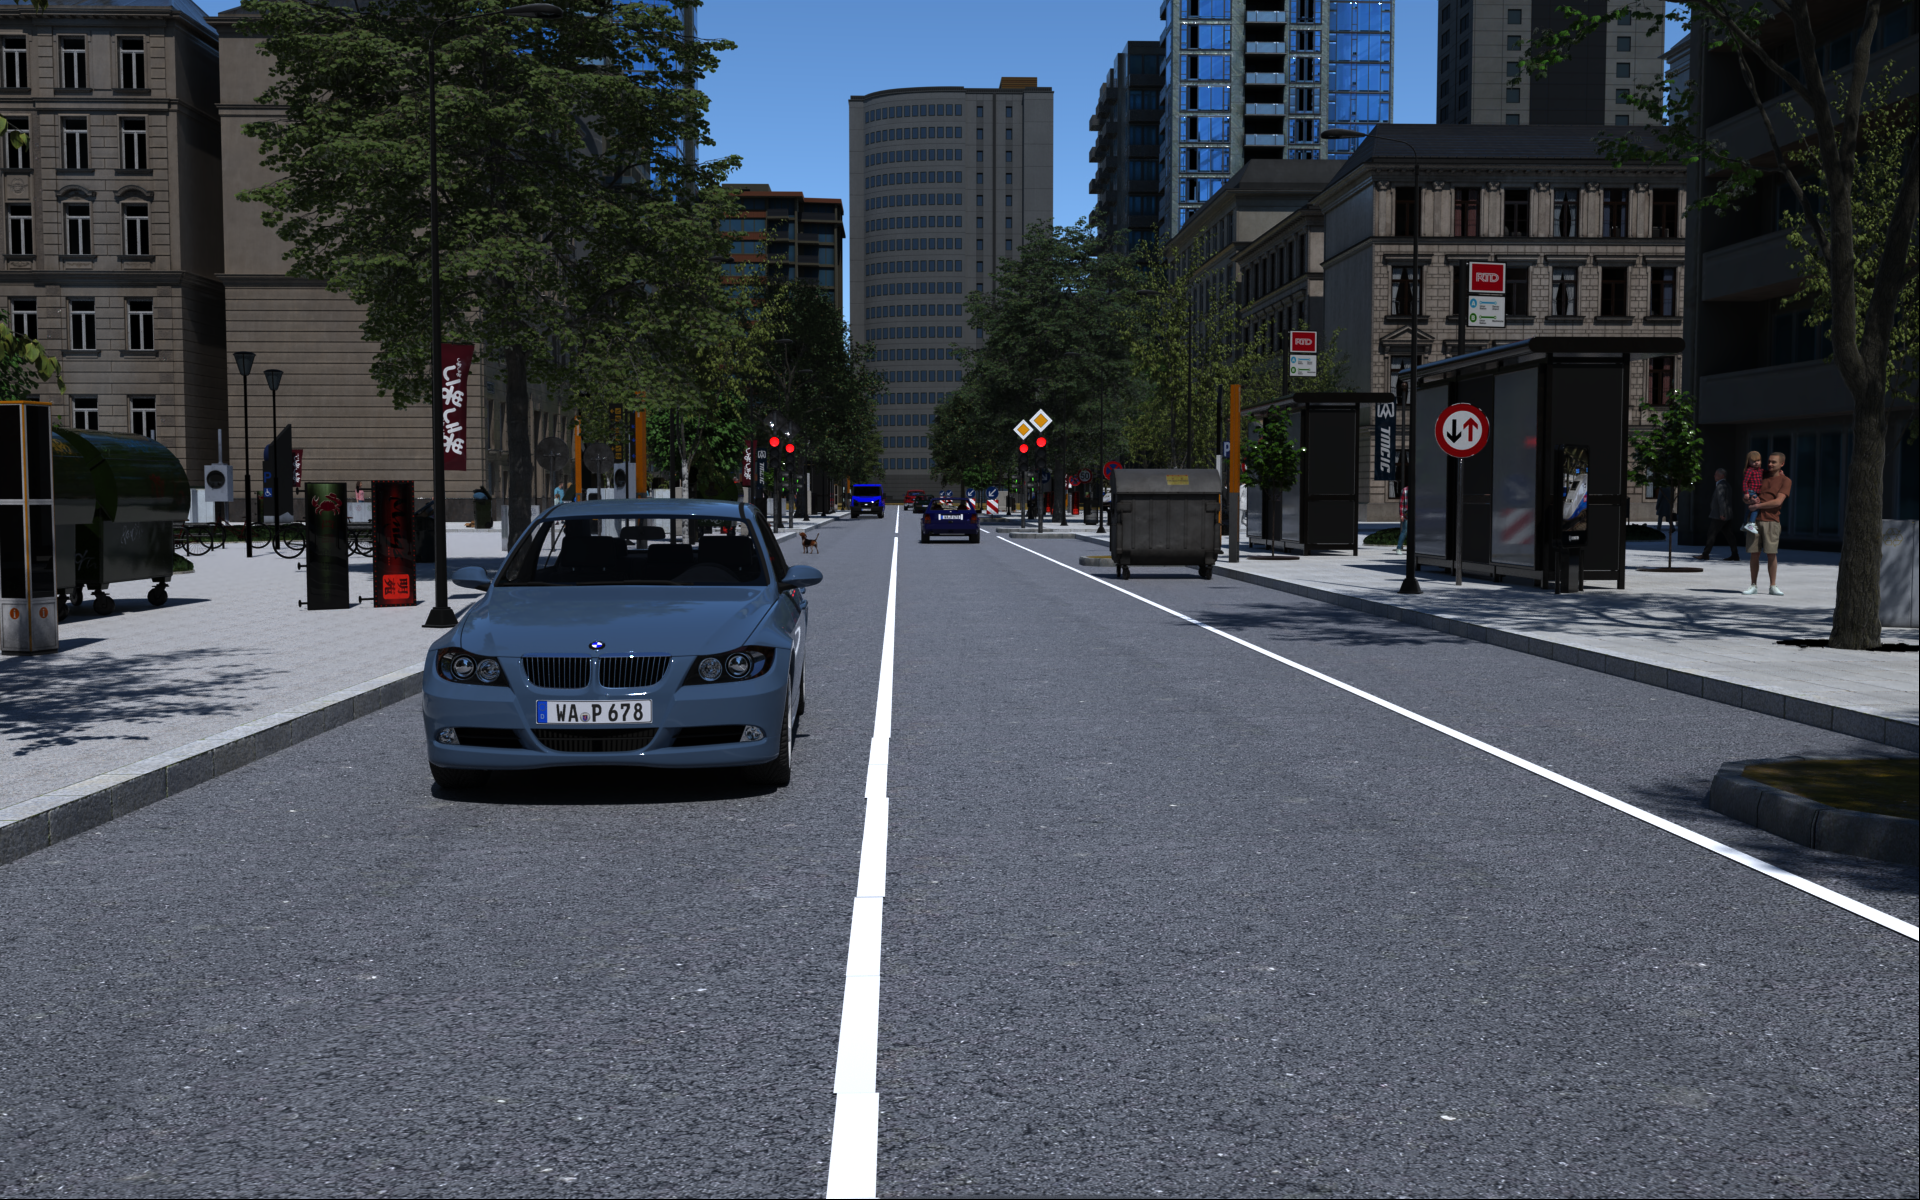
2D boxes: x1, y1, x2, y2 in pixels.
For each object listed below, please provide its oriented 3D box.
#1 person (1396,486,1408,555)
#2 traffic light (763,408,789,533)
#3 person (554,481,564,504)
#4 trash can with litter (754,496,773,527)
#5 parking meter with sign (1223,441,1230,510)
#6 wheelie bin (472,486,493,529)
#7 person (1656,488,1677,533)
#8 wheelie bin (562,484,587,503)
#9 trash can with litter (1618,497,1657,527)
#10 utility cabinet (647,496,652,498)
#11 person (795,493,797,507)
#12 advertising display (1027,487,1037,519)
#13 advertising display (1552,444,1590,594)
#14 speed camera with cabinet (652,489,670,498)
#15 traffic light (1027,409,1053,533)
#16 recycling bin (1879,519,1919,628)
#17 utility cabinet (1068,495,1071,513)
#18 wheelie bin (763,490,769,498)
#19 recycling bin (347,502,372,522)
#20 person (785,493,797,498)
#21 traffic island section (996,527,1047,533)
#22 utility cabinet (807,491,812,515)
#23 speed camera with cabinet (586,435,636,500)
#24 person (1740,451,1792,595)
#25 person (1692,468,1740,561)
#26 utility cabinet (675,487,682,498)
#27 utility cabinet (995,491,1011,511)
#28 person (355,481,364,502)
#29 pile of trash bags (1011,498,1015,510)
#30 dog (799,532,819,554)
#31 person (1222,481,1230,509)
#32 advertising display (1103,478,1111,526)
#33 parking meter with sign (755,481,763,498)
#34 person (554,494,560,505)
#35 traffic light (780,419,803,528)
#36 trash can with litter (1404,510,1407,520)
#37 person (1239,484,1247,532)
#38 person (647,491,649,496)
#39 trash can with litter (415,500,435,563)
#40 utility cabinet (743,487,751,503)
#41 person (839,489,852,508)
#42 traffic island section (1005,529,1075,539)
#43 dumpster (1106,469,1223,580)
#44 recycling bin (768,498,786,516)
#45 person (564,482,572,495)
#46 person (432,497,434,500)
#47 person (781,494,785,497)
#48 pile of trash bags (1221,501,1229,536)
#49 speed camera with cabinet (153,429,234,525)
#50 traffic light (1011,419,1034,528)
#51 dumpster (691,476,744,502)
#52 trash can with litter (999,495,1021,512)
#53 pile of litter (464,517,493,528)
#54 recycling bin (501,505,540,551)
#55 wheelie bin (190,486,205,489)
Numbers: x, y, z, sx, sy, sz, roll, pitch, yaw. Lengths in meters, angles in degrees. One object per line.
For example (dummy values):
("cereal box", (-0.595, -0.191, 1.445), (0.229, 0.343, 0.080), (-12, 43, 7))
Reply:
("person", (9.467, -1.802, 36.342), (0.563, 1.720, 0.643), (-1, 4, -10))
("traffic light", (-6.023, -4.143, 56.657), (0.839, 4.253, 0.868), (0, 4, -2))
("person", (-17.294, -4.212, 74.766), (0.748, 1.841, 0.638), (3, 5, 44))
("trash can with litter", (-7.891, -3.486, 68.052), (1.678, 1.210, 2.233), (2, 4, 33))
("parking meter with sign", (8.042, -3.689, 56.569), (1.738, 3.016, 0.543), (-1, 4, -23))
("wheelie bin", (-17.682, -3.436, 64.089), (0.693, 1.594, 0.980), (-1, 4, -23))
("person", (23.134, -3.101, 56.842), (0.694, 1.812, 0.767), (-1, 4, -20))
("wheelie bin", (-12.251, -2.893, 55.213), (0.693, 1.594, 0.980), (-3, 5, -42))
("trash can with litter", (26.256, -3.474, 67.860), (1.678, 1.210, 2.233), (-2, 4, -30))
("utility cabinet", (-11.679, -3.263, 64.512), (0.306, 1.237, 1.020), (1, 4, 9))
("person", (-15.677, -9.811, 167.395), (0.756, 1.711, 0.436), (2, 4, 23))
("advertising display", (3.725, -5.146, 89.354), (0.123, 1.923, 0.974), (-2, 4, -24))
("advertising display", (7.931, -1.056, 22.484), (0.123, 1.923, 0.974), (3, 5, 39))
("speed camera with cabinet", (-9.915, -3.754, 55.715), (2.038, 3.252, 0.660), (-1, 4, -18))
("traffic light", (2.632, -4.162, 56.974), (0.839, 4.253, 0.868), (0, 4, -2))
("recycling bin", (9.300, -0.262, 16.843), (0.722, 1.027, 0.722), (2, 4, 35))
("utility cabinet", (7.551, -6.517, 117.717), (0.306, 1.237, 1.020), (0, 4, -6))
("wheelie bin", (-12.676, -6.353, 111.785), (0.693, 1.594, 0.980), (0, 4, 1))
("recycling bin", (-18.082, -2.423, 52.176), (0.722, 1.027, 0.722), (-3, 5, -42))
("person", (-14.879, -8.945, 153.011), (1.217, 1.735, 0.721), (0, 4, 1))
("traffic island section", (2.394, -2.617, 65.070), (2.009, 0.180, 2.903), (0, 4, -2))
("utility cabinet", (-9.207, -5.932, 105.674), (0.318, 1.500, 1.173), (0, 4, -4))
("speed camera with cabinet", (-9.928, -3.387, 49.718), (2.038, 3.252, 0.660), (3, 5, 44))
("person", (10.206, -0.981, 22.060), (0.580, 1.828, 0.573), (0, 4, -4))
("person", (14.606, -1.649, 33.407), (0.834, 1.777, 0.661), (2, 4, 29))
("utility cabinet", (-8.786, -2.746, 53.570), (0.318, 1.500, 1.173), (-1, 4, -14))
("utility cabinet", (3.220, -7.354, 128.922), (1.173, 1.500, 0.318), (-1, 4, -14))
("person", (-24.456, -3.951, 70.649), (0.388, 1.821, 0.555), (0, 4, 1))
("pile of trash bags", (3.370, -7.691, 135.505), (1.912, 1.369, 3.447), (1, 4, 10))
("dog", (-3.633, -1.375, 41.762), (0.540, 0.507, 0.406), (0, 4, 3))
("person", (11.600, -4.255, 75.389), (0.755, 1.850, 0.659), (1, 4, 10))
("advertising display", (6.143, -3.960, 69.966), (0.974, 1.923, 0.123), (0, 3, 0))
("parking meter with sign", (-11.557, -6.309, 99.407), (0.543, 3.016, 1.738), (-1, 4, -20))
("person", (-16.846, -3.776, 72.058), (0.394, 1.301, 0.425), (2, 4, 26))
("traffic light", (-6.302, -4.631, 64.637), (0.839, 4.253, 0.868), (0, 4, -2))
("trash can with litter", (8.800, -1.327, 33.087), (0.624, 1.170, 1.055), (1, 4, 15))
("person", (8.150, -2.673, 49.628), (0.818, 1.842, 0.514), (0, 4, 6))
("person", (-25.067, -8.066, 137.791), (0.638, 1.841, 0.748), (3, 5, 39))
("trash can with litter", (-10.234, -1.280, 32.316), (1.055, 1.170, 0.624), (-1, 4, -17))
("utility cabinet", (-6.630, -2.764, 53.869), (0.318, 1.500, 1.173), (0, 4, -4))
("person", (-10.294, -9.130, 156.149), (1.217, 1.723, 0.721), (-1, 4, -10))
("traffic island section", (2.673, -2.129, 57.089), (2.009, 0.180, 2.903), (0, 4, -2))
("dumpster", (3.461, -1.296, 29.398), (1.865, 1.857, 1.264), (0, 4, -1))
("recycling bin", (-10.863, -5.569, 103.606), (0.722, 1.027, 0.722), (1, 4, 20))
("person", (-16.988, -4.332, 77.084), (1.509, 1.804, 0.699), (1, 4, 15))
("person", (-20.177, -3.707, 66.856), (0.606, 1.804, 0.583), (2, 4, 29))
("person", (-16.510, -9.378, 159.460), (0.705, 1.812, 1.348), (-3, 4, -38))
("pile of trash bags", (6.787, -2.672, 53.439), (3.447, 1.369, 1.912), (-2, 4, -33))
("speed camera with cabinet", (-23.190, -3.560, 52.534), (2.038, 3.252, 0.660), (0, 4, -5))
("traffic light", (2.353, -4.650, 64.954), (0.839, 4.253, 0.868), (0, 4, -2))
("dumpster", (-7.186, -2.959, 50.880), (1.502, 2.255, 1.985), (0, 4, -2))
("trash can with litter", (3.310, -7.012, 125.695), (2.233, 1.210, 1.678), (2, 4, 34))
("pile of litter", (-18.509, -3.223, 66.654), (1.176, 0.858, 1.719), (0, 4, 3))
("recycling bin", (-9.911, -1.622, 39.071), (0.722, 1.027, 0.722), (-2, 4, -27))
("wheelie bin", (-29.331, -3.590, 66.609), (0.980, 1.594, 0.693), (0, 4, -3))
